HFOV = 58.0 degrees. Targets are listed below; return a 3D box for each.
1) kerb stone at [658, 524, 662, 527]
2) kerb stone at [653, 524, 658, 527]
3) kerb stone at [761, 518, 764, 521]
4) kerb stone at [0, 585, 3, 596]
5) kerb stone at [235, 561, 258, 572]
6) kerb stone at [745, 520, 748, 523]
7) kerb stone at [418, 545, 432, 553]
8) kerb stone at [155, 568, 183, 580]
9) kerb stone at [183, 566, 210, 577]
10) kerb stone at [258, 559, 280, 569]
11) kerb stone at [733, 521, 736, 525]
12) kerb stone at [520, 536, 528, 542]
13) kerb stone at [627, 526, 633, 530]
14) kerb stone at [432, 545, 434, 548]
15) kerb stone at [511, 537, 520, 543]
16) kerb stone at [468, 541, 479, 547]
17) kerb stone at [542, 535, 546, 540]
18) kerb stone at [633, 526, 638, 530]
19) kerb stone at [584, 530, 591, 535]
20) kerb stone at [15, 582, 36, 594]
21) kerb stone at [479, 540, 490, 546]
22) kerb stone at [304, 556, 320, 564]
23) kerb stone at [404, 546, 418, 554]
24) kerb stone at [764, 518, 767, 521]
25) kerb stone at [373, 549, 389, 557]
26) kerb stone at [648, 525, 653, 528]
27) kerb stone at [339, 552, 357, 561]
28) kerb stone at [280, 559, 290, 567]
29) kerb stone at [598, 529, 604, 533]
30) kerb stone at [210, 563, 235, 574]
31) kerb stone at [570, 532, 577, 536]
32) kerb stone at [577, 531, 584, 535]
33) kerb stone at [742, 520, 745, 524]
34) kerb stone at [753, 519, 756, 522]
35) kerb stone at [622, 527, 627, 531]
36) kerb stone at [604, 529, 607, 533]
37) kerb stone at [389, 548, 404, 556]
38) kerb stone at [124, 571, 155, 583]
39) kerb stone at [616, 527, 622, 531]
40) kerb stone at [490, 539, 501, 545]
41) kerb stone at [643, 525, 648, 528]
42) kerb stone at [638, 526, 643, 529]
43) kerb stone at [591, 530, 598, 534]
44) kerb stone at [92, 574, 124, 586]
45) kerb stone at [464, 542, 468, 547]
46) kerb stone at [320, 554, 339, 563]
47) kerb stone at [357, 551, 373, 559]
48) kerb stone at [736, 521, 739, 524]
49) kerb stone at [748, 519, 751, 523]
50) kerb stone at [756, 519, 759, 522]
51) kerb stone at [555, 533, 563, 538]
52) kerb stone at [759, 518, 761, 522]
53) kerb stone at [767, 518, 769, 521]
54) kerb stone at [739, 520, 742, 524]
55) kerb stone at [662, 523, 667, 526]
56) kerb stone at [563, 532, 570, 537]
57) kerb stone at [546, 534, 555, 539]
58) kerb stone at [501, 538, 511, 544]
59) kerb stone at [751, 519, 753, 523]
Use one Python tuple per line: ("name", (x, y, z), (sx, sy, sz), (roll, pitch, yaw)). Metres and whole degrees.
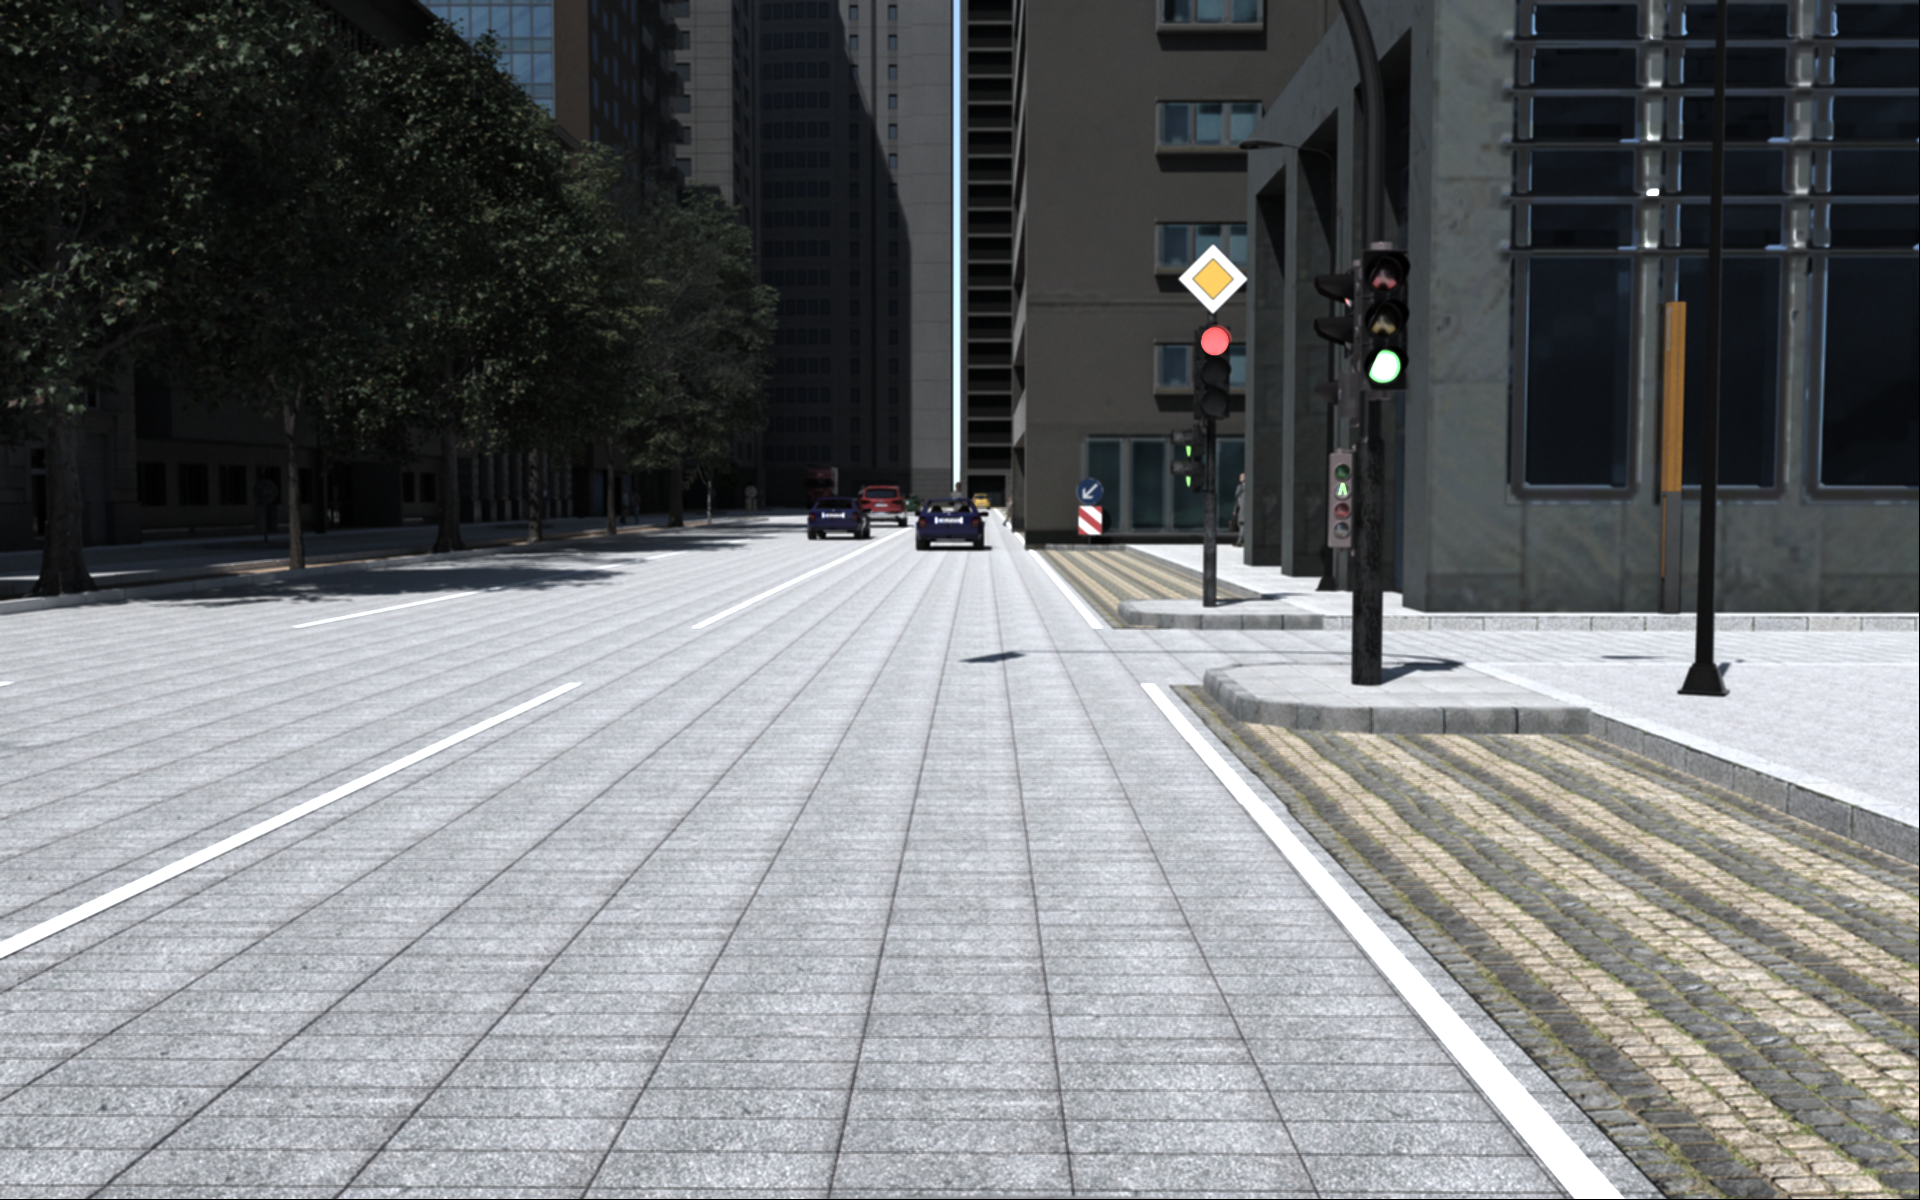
("kerb stone", (-12.836, -3.120, 73.201), (0.120, 0.150, 1.000), (0, 4, 1))
("kerb stone", (-12.850, -3.056, 72.169), (0.120, 0.150, 1.000), (0, 4, 1))
("kerb stone", (-10.517, -4.184, 90.639), (0.120, 0.150, 1.000), (0, 4, 1))
("kerb stone", (-13.473, -0.109, 24.013), (0.120, 0.150, 1.000), (0, 4, 1))
("kerb stone", (-13.365, -0.612, 32.196), (0.120, 0.150, 1.000), (0, 4, 1))
("kerb stone", (-10.596, -3.810, 84.495), (0.120, 0.150, 1.000), (0, 4, 1))
("kerb stone", (-13.224, -1.239, 42.447), (0.120, 0.150, 1.000), (0, 4, 1))
("kerb stone", (-13.400, -0.422, 29.129), (0.120, 0.150, 1.000), (0, 4, 1))
("kerb stone", (-13.393, -0.487, 30.151), (0.120, 0.150, 1.000), (0, 4, 1))
("kerb stone", (-13.353, -0.674, 33.218), (0.120, 0.150, 1.000), (0, 4, 1))
("kerb stone", (-10.655, -3.560, 80.394), (0.120, 0.150, 1.000), (0, 4, 1))
("kerb stone", (-13.114, -1.800, 51.663), (0.120, 0.150, 1.000), (0, 4, 1))
("kerb stone", (-12.919, -2.744, 67.053), (0.120, 0.150, 1.000), (0, 4, 1))
("kerb stone", (-13.211, -1.294, 43.469), (0.120, 0.150, 1.000), (0, 4, 1))
("kerb stone", (-13.125, -1.739, 50.633), (0.120, 0.150, 1.000), (0, 4, 1))
("kerb stone", (-13.189, -1.489, 46.541), (0.120, 0.150, 1.000), (0, 4, 1))
("kerb stone", (-13.094, -1.925, 53.710), (0.120, 0.150, 1.000), (0, 4, 1))
("kerb stone", (-12.901, -2.806, 68.077), (0.120, 0.150, 1.000), (0, 4, 1))
("kerb stone", (-13.007, -2.303, 59.857), (0.120, 0.150, 1.000), (0, 4, 1))
("kerb stone", (-13.452, -0.174, 25.035), (0.120, 0.150, 1.000), (0, 4, 1))
("kerb stone", (-13.171, -1.552, 47.563), (0.120, 0.150, 1.000), (0, 4, 1))
("kerb stone", (-13.328, -0.800, 35.268), (0.120, 0.150, 1.000), (0, 4, 1))
("kerb stone", (-13.240, -1.176, 41.425), (0.120, 0.150, 1.000), (0, 4, 1))
("kerb stone", (-10.494, -4.249, 91.661), (0.120, 0.150, 1.000), (0, 4, 1))
("kerb stone", (-13.274, -1.049, 39.380), (0.120, 0.150, 1.000), (0, 4, 1))
("kerb stone", (-12.866, -2.994, 71.147), (0.120, 0.150, 1.000), (0, 4, 1))
("kerb stone", (-13.293, -0.922, 37.334), (0.120, 0.150, 1.000), (0, 4, 1))
("kerb stone", (-13.334, -0.732, 34.240), (0.120, 0.150, 1.000), (0, 4, 1))
("kerb stone", (-12.987, -2.429, 61.907), (0.120, 0.150, 1.000), (0, 4, 1))
("kerb stone", (-13.381, -0.549, 31.173), (0.120, 0.150, 1.000), (0, 4, 1))
("kerb stone", (-13.033, -2.178, 57.813), (0.120, 0.150, 1.000), (0, 4, 1))
("kerb stone", (-13.022, -2.239, 58.835), (0.120, 0.150, 1.000), (0, 4, 1))
("kerb stone", (-10.606, -3.747, 83.461), (0.120, 0.150, 1.000), (0, 4, 1))
("kerb stone", (-10.562, -3.998, 87.570), (0.120, 0.150, 1.000), (0, 4, 1))
("kerb stone", (-12.940, -2.681, 66.023), (0.120, 0.150, 1.000), (0, 4, 1))
("kerb stone", (-12.972, -2.491, 62.929), (0.120, 0.150, 1.000), (0, 4, 1))
("kerb stone", (-13.262, -1.108, 40.402), (0.120, 0.150, 1.000), (0, 4, 1))
("kerb stone", (-13.413, -0.362, 28.106), (0.120, 0.150, 1.000), (0, 4, 1))
("kerb stone", (-12.946, -2.614, 64.987), (0.120, 0.150, 1.000), (0, 4, 1))
("kerb stone", (-13.156, -1.614, 48.588), (0.120, 0.150, 1.000), (0, 4, 1))
("kerb stone", (-12.876, -2.926, 70.121), (0.120, 0.150, 1.000), (0, 4, 1))
("kerb stone", (-12.893, -2.869, 69.099), (0.120, 0.150, 1.000), (0, 4, 1))
("kerb stone", (-13.001, -2.363, 60.883), (0.120, 0.150, 1.000), (0, 4, 1))
("kerb stone", (-13.425, -0.293, 27.080), (0.120, 0.150, 1.000), (0, 4, 1))
("kerb stone", (-13.193, -1.426, 45.515), (0.120, 0.150, 1.000), (0, 4, 1))
("kerb stone", (-13.312, -0.860, 36.300), (0.120, 0.150, 1.000), (0, 4, 1))
("kerb stone", (-13.284, -0.987, 38.358), (0.120, 0.150, 1.000), (0, 4, 1))
("kerb stone", (-10.643, -3.622, 81.417), (0.120, 0.150, 1.000), (0, 4, 1))
("kerb stone", (-10.580, -3.865, 85.520), (0.120, 0.150, 1.000), (0, 4, 1))
("kerb stone", (-10.546, -4.061, 88.594), (0.120, 0.150, 1.000), (0, 4, 1))
("kerb stone", (-13.053, -2.050, 55.759), (0.120, 0.150, 1.000), (0, 4, 1))
("kerb stone", (-10.534, -4.121, 89.617), (0.120, 0.150, 1.000), (0, 4, 1))
("kerb stone", (-10.491, -4.307, 92.684), (0.120, 0.150, 1.000), (0, 4, 1))
("kerb stone", (-10.625, -3.685, 82.439), (0.120, 0.150, 1.000), (0, 4, 1))
("kerb stone", (-12.830, -3.182, 74.228), (0.120, 0.150, 1.000), (0, 4, 1))
("kerb stone", (-13.051, -2.113, 56.781), (0.120, 0.150, 1.000), (0, 4, 1))
("kerb stone", (-13.077, -1.989, 54.732), (0.120, 0.150, 1.000), (0, 4, 1))
("kerb stone", (-13.139, -1.675, 49.611), (0.120, 0.150, 1.000), (0, 4, 1))
("kerb stone", (-10.571, -3.929, 86.543), (0.120, 0.150, 1.000), (0, 4, 1))
